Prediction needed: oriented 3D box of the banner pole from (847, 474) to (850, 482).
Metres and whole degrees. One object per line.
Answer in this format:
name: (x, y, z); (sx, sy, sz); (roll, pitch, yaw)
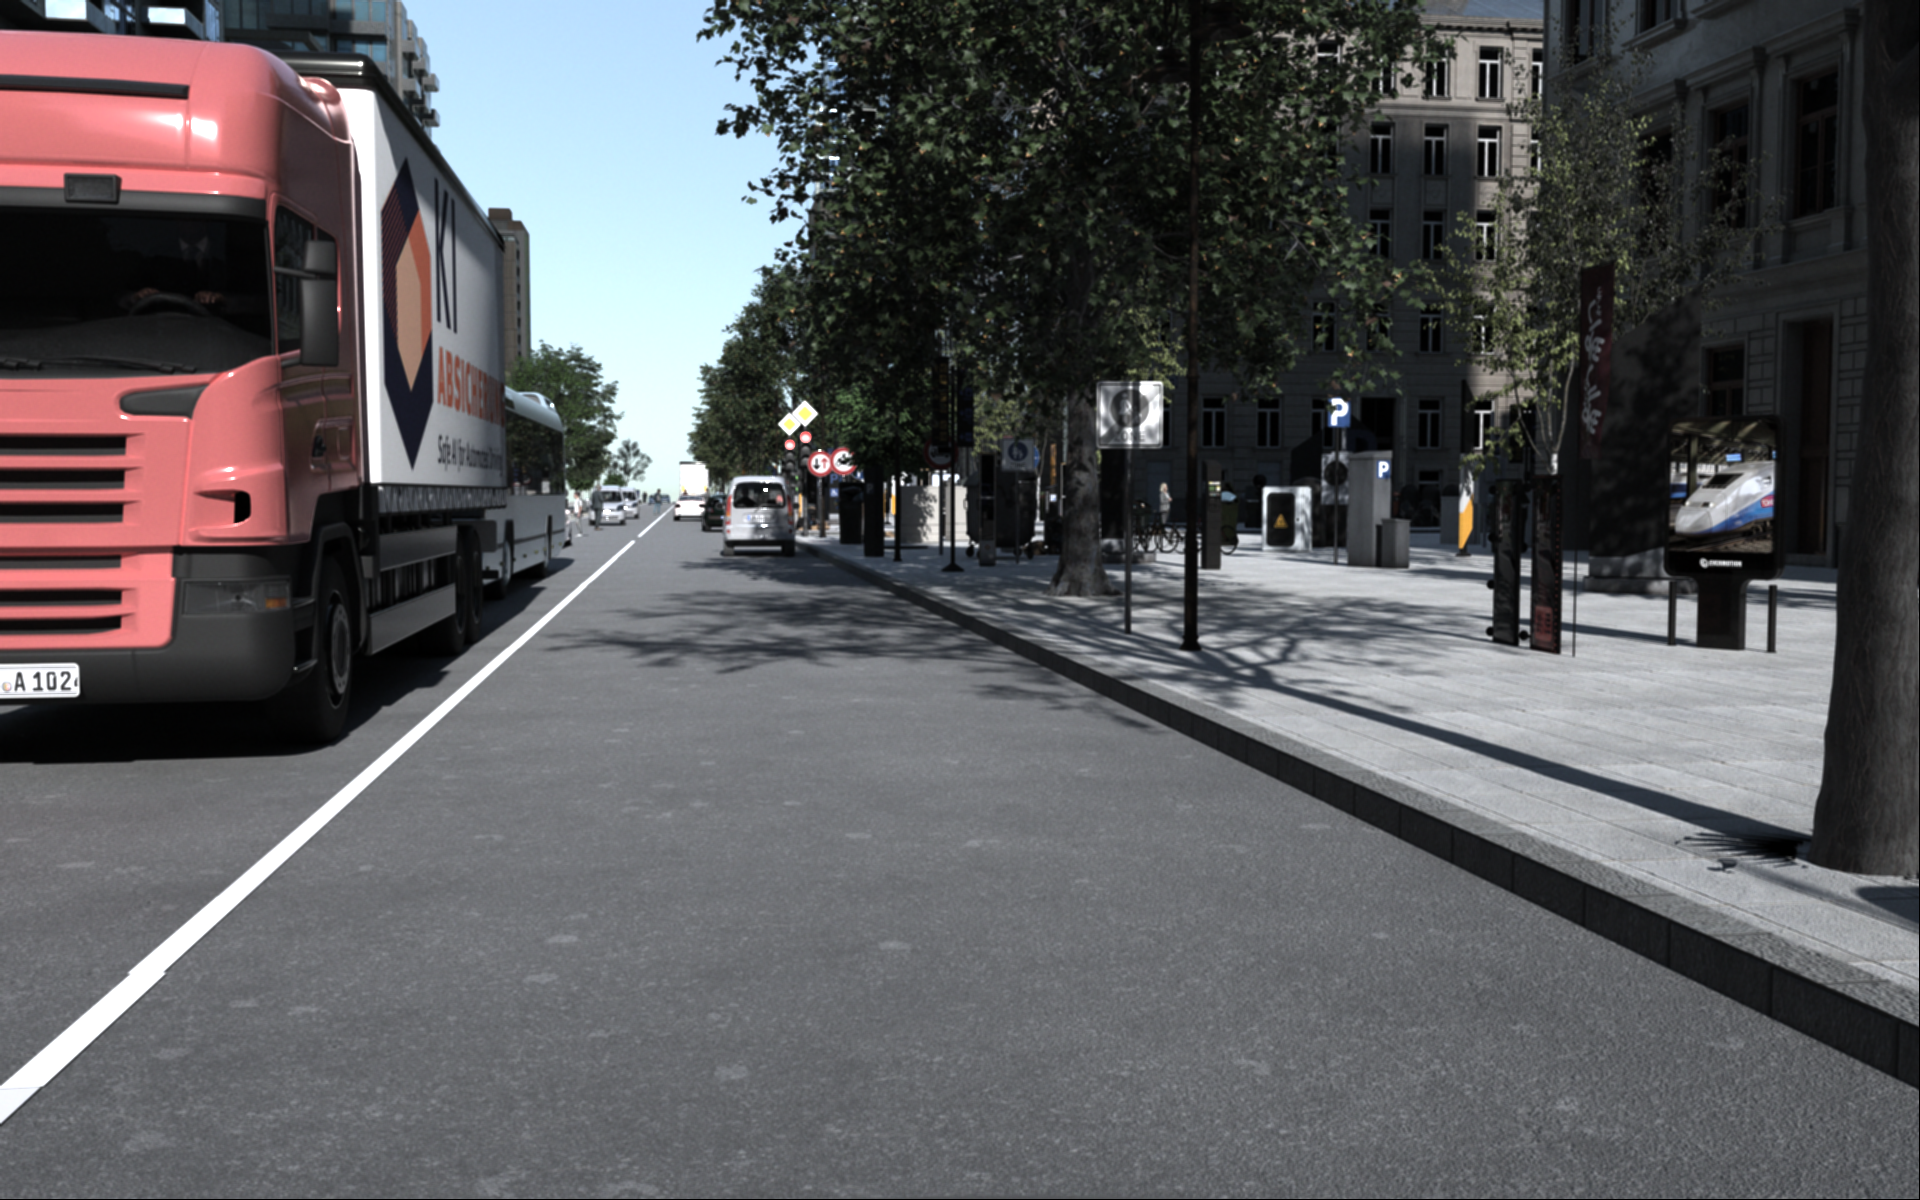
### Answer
banner pole: (-6.544, -6.838, 101.819); (0.401, 3.779, 0.863); (1, 4, 9)

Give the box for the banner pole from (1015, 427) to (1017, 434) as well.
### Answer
banner pole: (2.101, -4.577, 64.853); (0.401, 3.779, 0.863); (0, 4, -7)

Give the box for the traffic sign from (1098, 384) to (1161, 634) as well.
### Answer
traffic sign: (1.539, -0.837, 15.813); (0.606, 2.300, 0.079); (0, 4, -4)

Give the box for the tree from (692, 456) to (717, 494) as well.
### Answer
tree: (-39.484, -21.730, 281.047); (9.928, 11.665, 9.643); (0, 3, 0)

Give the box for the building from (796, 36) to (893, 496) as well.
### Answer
building: (-14.923, -59.087, 278.735); (22.319, 86.520, 31.000); (-1, 4, -9)

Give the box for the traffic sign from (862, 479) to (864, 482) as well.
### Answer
traffic sign: (-3.565, -3.978, 67.162); (0.606, 2.300, 0.079); (0, 4, -1)

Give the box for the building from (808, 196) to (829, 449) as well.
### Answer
building: (-14.933, -37.073, 256.257); (14.600, 45.320, 14.200); (-1, 4, -9)

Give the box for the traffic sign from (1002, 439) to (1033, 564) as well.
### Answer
traffic sign: (1.056, -1.812, 31.752); (0.606, 2.300, 0.079); (0, 4, 0)

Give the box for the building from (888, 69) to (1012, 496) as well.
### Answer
building: (3.085, -43.977, 157.282); (20.563, 71.187, 20.611); (-1, 4, -9)

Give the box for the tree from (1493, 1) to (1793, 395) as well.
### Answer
tree: (9.897, -4.642, 26.262); (4.360, 8.622, 3.978); (0, 3, 0)

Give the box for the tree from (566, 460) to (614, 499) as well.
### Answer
tree: (-36.608, -11.215, 167.075); (4.285, 4.588, 4.351); (0, 3, 0)

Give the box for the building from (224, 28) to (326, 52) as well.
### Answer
building: (-62.350, -27.356, 139.151); (32.217, 40.220, 23.993); (-1, 4, -9)

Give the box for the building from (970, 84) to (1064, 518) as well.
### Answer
building: (8.355, -19.469, 104.229); (13.634, 28.700, 20.117); (-1, 4, -9)

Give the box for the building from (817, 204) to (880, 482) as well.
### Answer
building: (-13.002, -34.177, 242.395); (14.154, 41.232, 14.086); (-1, 4, -9)

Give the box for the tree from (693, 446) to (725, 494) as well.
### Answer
tree: (-27.434, -16.380, 202.219); (8.767, 10.594, 7.601); (0, 4, 6)

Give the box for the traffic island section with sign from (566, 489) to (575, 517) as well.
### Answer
traffic island section with sign: (-24.603, -6.052, 107.580); (1.989, 1.847, 2.006); (-1, 4, -9)

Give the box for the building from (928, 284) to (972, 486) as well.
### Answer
building: (5.823, -20.704, 125.900); (14.401, 28.519, 23.554); (-1, 4, -9)

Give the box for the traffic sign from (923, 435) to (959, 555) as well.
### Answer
traffic sign: (-0.397, -2.222, 36.442); (0.768, 2.556, 0.104); (0, 4, -4)

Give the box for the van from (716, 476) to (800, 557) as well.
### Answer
van: (-4.782, -2.082, 41.053); (2.013, 2.044, 4.112); (0, 4, -7)

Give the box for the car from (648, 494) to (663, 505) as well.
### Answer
car: (-40.966, -13.507, 232.848); (2.014, 1.417, 4.499); (-1, 4, -9)

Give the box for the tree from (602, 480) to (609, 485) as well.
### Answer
tree: (-47.043, -14.363, 229.429); (1.663, 3.219, 1.824); (0, 3, 0)

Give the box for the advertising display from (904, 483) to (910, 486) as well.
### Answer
advertising display: (-3.415, -6.613, 113.341); (0.123, 1.923, 0.974); (1, 4, 20)

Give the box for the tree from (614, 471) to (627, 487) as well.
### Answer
tree: (-48.675, -15.927, 244.125); (4.285, 4.588, 4.351); (0, 3, 0)

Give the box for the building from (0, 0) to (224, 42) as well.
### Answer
building: (-47.525, -46.953, 80.361); (22.319, 86.520, 31.000); (-1, 4, -9)

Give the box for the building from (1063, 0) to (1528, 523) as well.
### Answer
building: (18.036, -17.490, 83.229); (25.104, 27.353, 12.463); (-1, 4, -9)

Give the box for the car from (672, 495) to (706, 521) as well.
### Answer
car: (-14.576, -4.992, 93.980); (2.083, 1.381, 4.827); (0, 4, -8)

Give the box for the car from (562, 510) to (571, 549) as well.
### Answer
car: (-11.553, -2.108, 46.824); (2.083, 1.381, 4.827); (-1, 4, -9)

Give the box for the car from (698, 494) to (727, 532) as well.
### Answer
car: (-9.056, -3.489, 66.830); (2.009, 1.686, 4.222); (-1, 4, -10)

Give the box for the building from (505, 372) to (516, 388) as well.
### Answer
building: (-76.400, -24.060, 238.415); (27.650, 21.520, 28.899); (-1, 4, -9)

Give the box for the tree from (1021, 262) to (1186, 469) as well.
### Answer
tree: (4.417, -5.903, 46.880); (4.737, 8.622, 4.395); (0, 3, 0)

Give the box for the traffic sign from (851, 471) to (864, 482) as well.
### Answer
traffic sign: (-3.463, -3.688, 60.409); (0.768, 2.556, 0.104); (0, 4, -2)

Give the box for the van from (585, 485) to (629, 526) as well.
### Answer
van: (-16.329, -4.476, 80.191); (2.013, 2.044, 4.112); (-1, 4, -11)

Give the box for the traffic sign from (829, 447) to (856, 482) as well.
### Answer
traffic sign: (-3.149, -2.864, 46.931); (0.768, 2.556, 0.104); (0, 4, -1)

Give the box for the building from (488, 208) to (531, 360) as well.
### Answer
building: (-75.495, -38.148, 273.837); (14.600, 45.320, 14.200); (-1, 4, -9)

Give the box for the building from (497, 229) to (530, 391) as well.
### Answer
building: (-72.435, -35.264, 260.152); (14.154, 41.232, 14.086); (-1, 4, -9)

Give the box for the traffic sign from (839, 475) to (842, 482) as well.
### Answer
traffic sign: (-7.390, -6.274, 102.687); (0.768, 2.556, 0.104); (0, 4, -1)

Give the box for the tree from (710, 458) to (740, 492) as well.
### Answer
tree: (-36.132, -18.748, 256.894); (4.737, 8.622, 4.395); (0, 3, 0)

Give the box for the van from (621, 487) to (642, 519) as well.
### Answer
van: (-19.640, -5.774, 101.414); (2.013, 2.044, 4.112); (-1, 4, -10)

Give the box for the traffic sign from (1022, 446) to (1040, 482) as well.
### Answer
traffic sign: (1.536, -2.555, 41.876); (0.768, 2.556, 0.104); (0, 4, 0)

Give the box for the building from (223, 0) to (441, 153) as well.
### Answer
building: (-62.290, -33.443, 166.399); (23.786, 49.044, 30.456); (-1, 4, -9)

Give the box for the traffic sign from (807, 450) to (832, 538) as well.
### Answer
traffic sign: (-4.079, -3.093, 50.683); (0.768, 2.556, 0.104); (-1, 4, -8)

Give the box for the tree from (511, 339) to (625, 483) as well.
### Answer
tree: (-32.950, -14.494, 143.626); (9.857, 13.997, 8.962); (0, 3, 0)

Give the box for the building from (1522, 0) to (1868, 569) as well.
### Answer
building: (19.853, -11.904, 30.781); (11.583, 22.565, 21.152); (-1, 4, -9)

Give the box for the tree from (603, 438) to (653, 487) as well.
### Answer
tree: (-54.562, -21.289, 282.485); (8.767, 10.594, 7.601); (-2, 4, -24)

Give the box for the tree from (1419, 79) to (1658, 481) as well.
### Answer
tree: (10.629, -4.952, 31.329); (4.737, 8.622, 4.395); (0, 3, 0)

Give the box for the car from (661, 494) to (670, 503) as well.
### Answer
car: (-47.268, -16.201, 276.892); (2.014, 1.417, 4.499); (-1, 4, -11)

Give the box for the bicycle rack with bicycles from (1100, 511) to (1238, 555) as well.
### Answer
bicycle rack with bicycles: (4.172, -1.456, 37.188); (2.852, 0.926, 2.925); (-2, 4, -30)

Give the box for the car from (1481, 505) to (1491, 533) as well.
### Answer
car: (19.247, -2.925, 59.616); (4.920, 1.459, 2.131); (0, 4, -7)

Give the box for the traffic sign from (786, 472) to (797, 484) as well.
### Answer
traffic sign: (-9.458, -5.928, 97.021); (0.768, 2.556, 0.104); (-1, 4, -9)

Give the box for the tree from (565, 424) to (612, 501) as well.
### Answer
tree: (-38.713, -13.910, 177.782); (4.737, 8.622, 4.395); (0, 3, 0)
